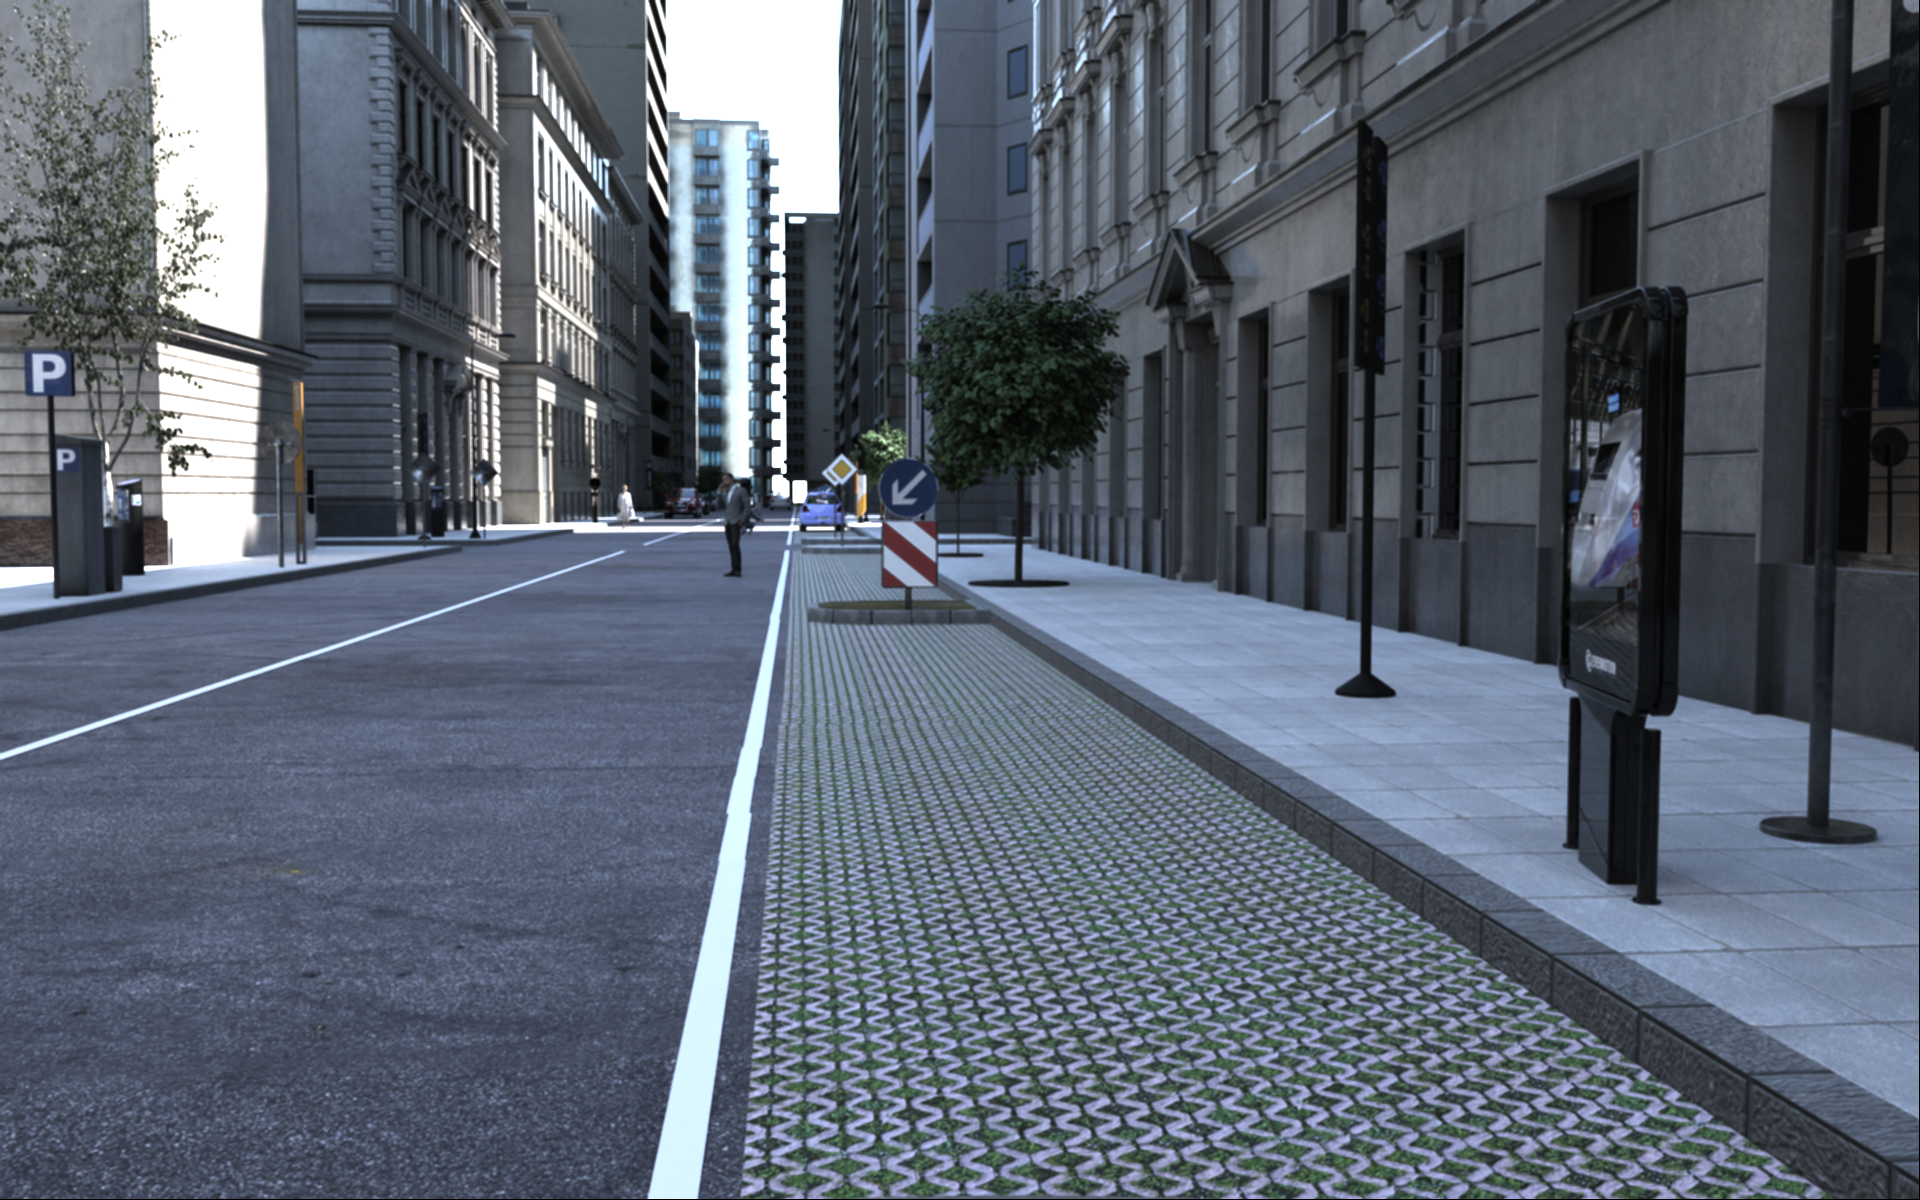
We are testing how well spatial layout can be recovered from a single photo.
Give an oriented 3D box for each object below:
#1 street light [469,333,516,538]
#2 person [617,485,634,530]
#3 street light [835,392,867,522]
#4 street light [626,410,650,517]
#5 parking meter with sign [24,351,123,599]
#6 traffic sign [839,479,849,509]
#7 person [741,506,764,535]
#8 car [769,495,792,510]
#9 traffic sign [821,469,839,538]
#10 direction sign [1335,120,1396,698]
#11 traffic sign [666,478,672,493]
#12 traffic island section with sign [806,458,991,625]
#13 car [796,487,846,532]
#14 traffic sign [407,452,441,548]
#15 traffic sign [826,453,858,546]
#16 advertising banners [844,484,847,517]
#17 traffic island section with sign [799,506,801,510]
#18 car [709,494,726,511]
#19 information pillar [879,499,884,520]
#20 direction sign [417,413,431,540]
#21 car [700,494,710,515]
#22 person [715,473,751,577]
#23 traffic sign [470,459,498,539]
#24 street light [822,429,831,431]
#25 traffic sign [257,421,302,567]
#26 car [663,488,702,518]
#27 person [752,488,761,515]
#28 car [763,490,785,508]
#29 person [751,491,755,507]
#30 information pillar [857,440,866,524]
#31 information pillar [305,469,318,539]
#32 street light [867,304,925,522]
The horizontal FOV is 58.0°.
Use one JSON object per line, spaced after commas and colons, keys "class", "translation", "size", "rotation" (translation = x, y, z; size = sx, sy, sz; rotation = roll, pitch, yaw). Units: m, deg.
{"class": "street light", "translation": [-13.516, -4.742, 50.079], "size": [1.470, 5.913, 1.316], "rotation": [0, 4, -5]}
{"class": "person", "translation": [-13.291, -3.673, 68.913], "size": [0.694, 1.780, 0.624], "rotation": [0, 4, 1]}
{"class": "street light", "translation": [-4.852, -6.531, 79.328], "size": [1.470, 5.913, 1.316], "rotation": [0, 4, -5]}
{"class": "street light", "translation": [-17.862, -7.545, 95.909], "size": [1.470, 5.913, 1.316], "rotation": [0, 4, -5]}
{"class": "parking meter with sign", "translation": [-11.181, -1.573, 21.979], "size": [0.543, 3.016, 1.738], "rotation": [0, 4, -7]}
{"class": "traffic sign", "translation": [-7.281, -6.578, 107.660], "size": [0.768, 2.556, 0.104], "rotation": [0, 4, 3]}
{"class": "person", "translation": [-7.376, -2.861, 60.783], "size": [1.012, 1.151, 0.738], "rotation": [-1, 4, -20]}
{"class": "car", "translation": [-15.984, -8.682, 154.309], "size": [2.083, 1.381, 4.827], "rotation": [0, 4, -5]}
{"class": "traffic sign", "translation": [-3.634, -2.858, 50.368], "size": [0.795, 2.450, 0.064], "rotation": [0, 4, -5]}
{"class": "direction sign", "translation": [2.593, -1.161, 10.973], "size": [0.379, 3.537, 0.876], "rotation": [2, 4, 23]}
{"class": "traffic sign", "translation": [-20.288, -7.260, 119.891], "size": [0.795, 2.450, 0.064], "rotation": [0, 4, -5]}
{"class": "traffic island section with sign", "translation": [-0.740, -0.685, 19.829], "size": [1.989, 1.847, 2.006], "rotation": [0, 4, -5]}
{"class": "car", "translation": [-5.356, -3.504, 66.877], "size": [1.945, 1.707, 3.694], "rotation": [0, 4, -7]}
{"class": "traffic sign", "translation": [-12.842, -2.316, 41.509], "size": [0.795, 2.450, 0.064], "rotation": [0, 4, -5]}
{"class": "traffic sign", "translation": [-2.889, -2.372, 42.418], "size": [0.795, 2.450, 0.064], "rotation": [0, 4, -5]}
{"class": "advertising banners", "translation": [-6.595, -6.304, 99.251], "size": [0.090, 3.025, 2.074], "rotation": [0, 4, -7]}
{"class": "traffic island section with sign", "translation": [-5.966, -4.093, 75.550], "size": [1.989, 1.847, 2.006], "rotation": [0, 4, -5]}
{"class": "car", "translation": [-20.279, -8.264, 147.123], "size": [2.014, 1.417, 4.499], "rotation": [0, 4, -4]}
{"class": "information pillar", "translation": [-3.842, -5.755, 85.448], "size": [0.183, 3.616, 0.504], "rotation": [1, 4, 13]}
{"class": "direction sign", "translation": [-15.130, -3.475, 48.821], "size": [0.379, 3.537, 0.876], "rotation": [-2, 4, -33]}
{"class": "car", "translation": [-18.174, -6.681, 119.013], "size": [2.009, 1.686, 4.222], "rotation": [0, 4, -5]}
{"class": "person", "translation": [-3.953, -1.313, 30.142], "size": [0.473, 1.802, 0.592], "rotation": [-3, 4, -39]}
{"class": "traffic sign", "translation": [-13.587, -2.802, 49.460], "size": [0.795, 2.450, 0.064], "rotation": [0, 4, -5]}
{"class": "street light", "translation": [-9.186, -9.299, 124.578], "size": [1.470, 5.913, 1.316], "rotation": [0, 4, -5]}
{"class": "traffic sign", "translation": [-11.892, -1.846, 30.283], "size": [0.768, 2.556, 0.104], "rotation": [0, 4, -1]}
{"class": "car", "translation": [-16.614, -5.830, 103.985], "size": [2.281, 1.827, 5.304], "rotation": [0, 4, -6]}
{"class": "person", "translation": [-13.892, -6.703, 117.967], "size": [0.818, 1.842, 0.514], "rotation": [1, 4, 9]}
{"class": "car", "translation": [-19.554, -10.584, 181.723], "size": [2.281, 1.827, 5.304], "rotation": [0, 4, -5]}
{"class": "person", "translation": [-23.400, -11.477, 196.143], "size": [0.705, 1.824, 1.348], "rotation": [1, 4, 21]}
{"class": "information pillar", "translation": [-4.251, -5.108, 74.871], "size": [0.183, 3.616, 0.504], "rotation": [-3, 5, -40]}
{"class": "information pillar", "translation": [-18.725, -2.781, 49.969], "size": [0.304, 2.012, 0.304], "rotation": [-1, 4, -12]}
{"class": "street light", "translation": [-1.458, -4.279, 42.502], "size": [1.470, 5.913, 1.316], "rotation": [0, 4, -5]}
